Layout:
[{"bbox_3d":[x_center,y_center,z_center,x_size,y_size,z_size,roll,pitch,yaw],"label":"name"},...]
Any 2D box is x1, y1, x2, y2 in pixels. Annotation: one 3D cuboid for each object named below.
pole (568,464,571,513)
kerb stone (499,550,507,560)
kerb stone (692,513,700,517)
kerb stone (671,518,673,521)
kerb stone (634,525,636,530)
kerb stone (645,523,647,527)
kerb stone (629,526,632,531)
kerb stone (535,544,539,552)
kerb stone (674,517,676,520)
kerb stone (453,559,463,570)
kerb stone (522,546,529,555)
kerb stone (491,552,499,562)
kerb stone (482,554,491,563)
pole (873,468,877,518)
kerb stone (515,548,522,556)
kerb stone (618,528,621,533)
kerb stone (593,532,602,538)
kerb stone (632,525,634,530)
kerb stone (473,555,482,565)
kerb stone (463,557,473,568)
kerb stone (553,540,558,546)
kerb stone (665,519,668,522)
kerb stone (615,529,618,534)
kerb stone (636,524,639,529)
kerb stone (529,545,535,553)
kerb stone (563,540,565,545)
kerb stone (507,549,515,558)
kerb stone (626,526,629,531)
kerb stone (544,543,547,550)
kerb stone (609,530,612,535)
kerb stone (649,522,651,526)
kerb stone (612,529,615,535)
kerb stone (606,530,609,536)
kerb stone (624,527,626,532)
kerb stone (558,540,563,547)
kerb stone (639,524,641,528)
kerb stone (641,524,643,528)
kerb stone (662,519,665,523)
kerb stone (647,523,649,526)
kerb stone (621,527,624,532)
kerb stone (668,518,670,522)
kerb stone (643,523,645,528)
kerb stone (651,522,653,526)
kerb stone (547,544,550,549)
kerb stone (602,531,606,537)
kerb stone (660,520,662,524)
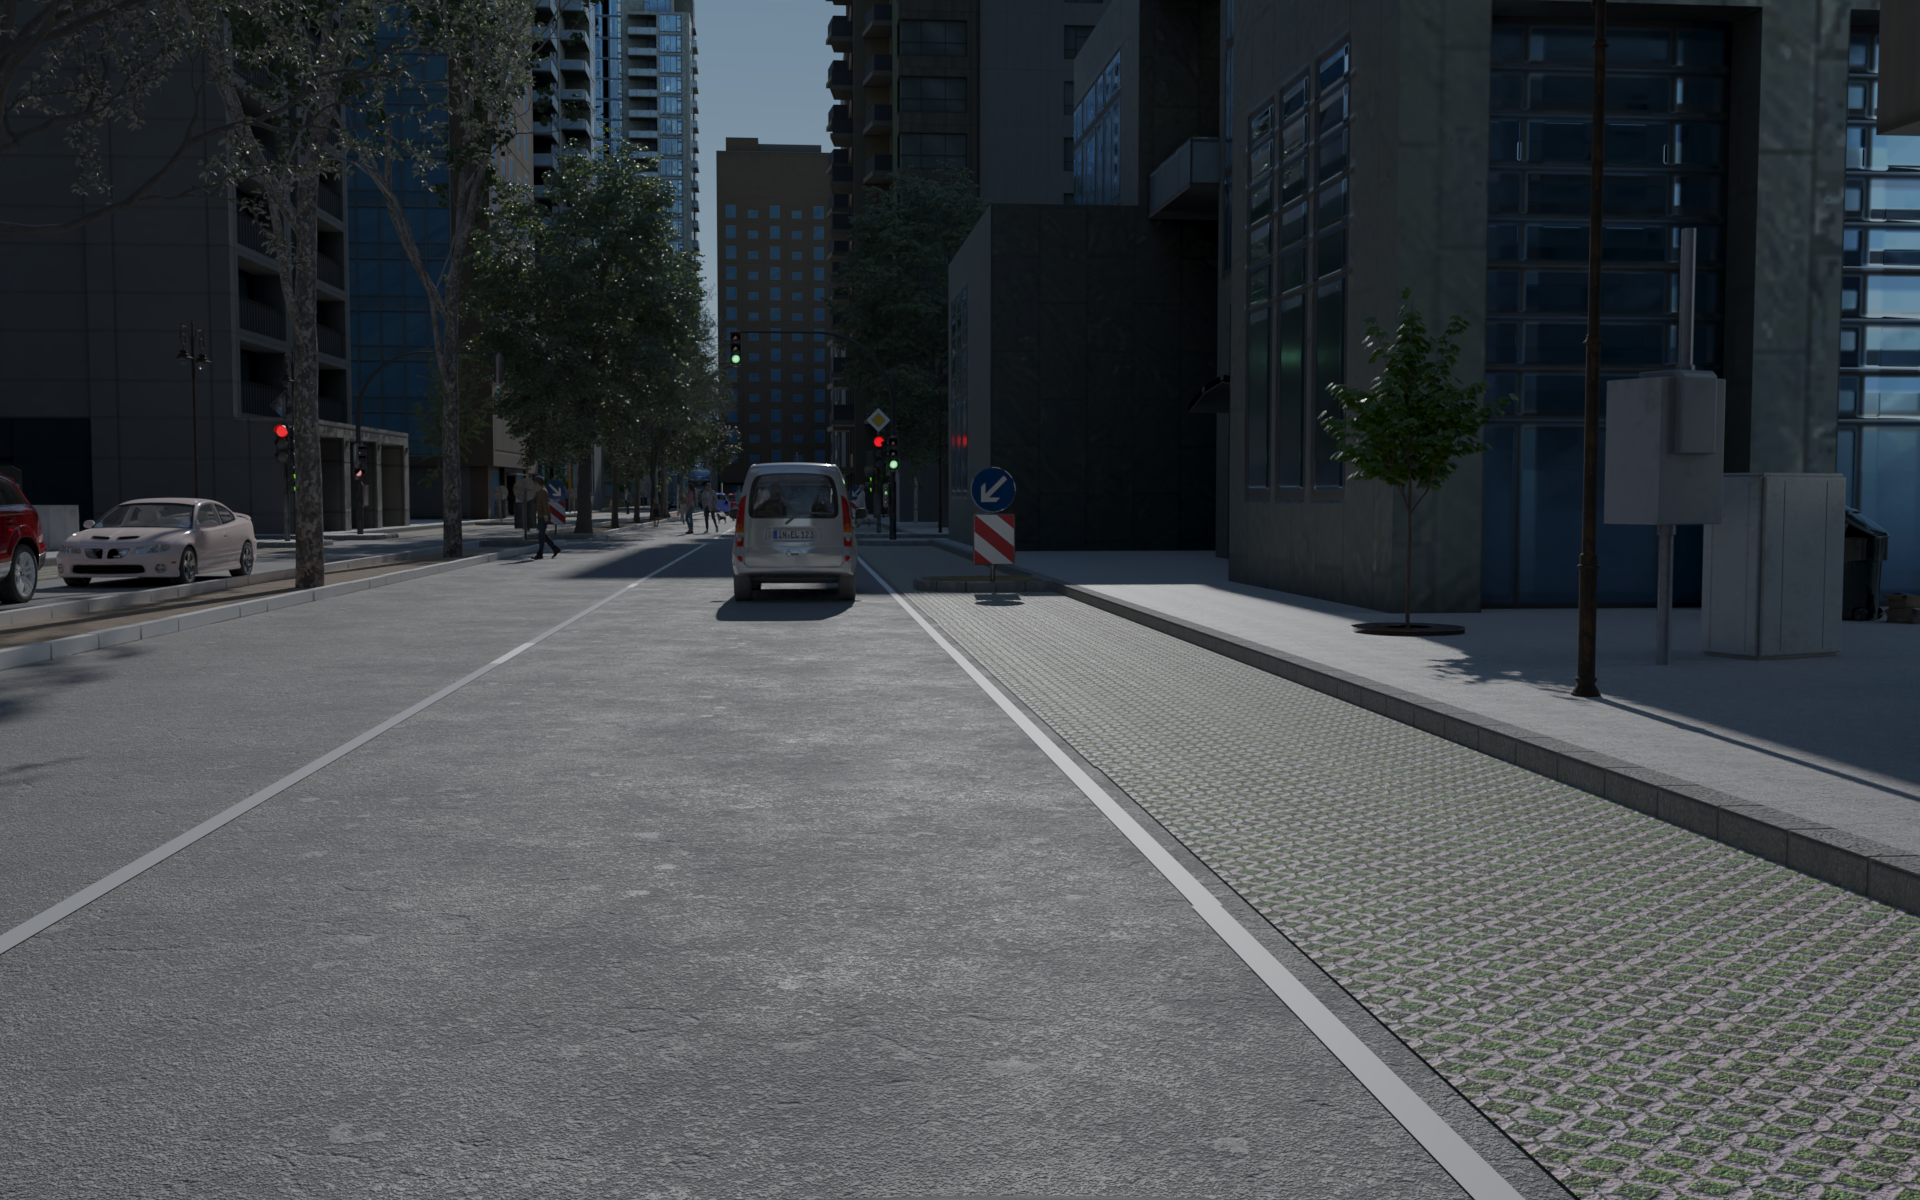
[{"bbox_3d":[-26.797,-7.646,118.853,0.158,3.312,0.155,0,3,0],"label":"pole"},{"bbox_3d":[-10.131,-0.963,37.979,0.120,0.150,1.000,0,4,-5],"label":"kerb stone"},{"bbox_3d":[-17.536,-5.674,115.102,0.120,0.150,1.000,0,4,-5],"label":"kerb stone"},{"bbox_3d":[-15.081,-4.120,89.559,0.120,0.150,1.000,0,4,-5],"label":"kerb stone"},{"bbox_3d":[-13.125,-2.870,69.118,0.120,0.150,1.000,0,4,-5],"label":"kerb stone"},{"bbox_3d":[-13.614,-3.183,74.238,0.120,0.150,1.000,0,4,-5],"label":"kerb stone"},{"bbox_3d":[-12.926,-2.745,67.072,0.120,0.150,1.000,0,4,-5],"label":"kerb stone"},{"bbox_3d":[-10.618,-1.277,43.077,0.120,0.150,1.000,0,4,-5],"label":"kerb stone"},{"bbox_3d":[-15.275,-4.241,91.616,0.120,0.150,1.000,0,4,-5],"label":"kerb stone"},{"bbox_3d":[-9.635,-0.648,32.874,0.120,0.150,1.000,0,4,-5],"label":"kerb stone"},{"bbox_3d":[-10.415,-1.152,41.037,0.120,0.150,1.000,0,4,-5],"label":"kerb stone"},{"bbox_3d":[-10.027,-0.900,36.950,0.120,0.150,1.000,0,4,-5],"label":"kerb stone"},{"bbox_3d":[-9.936,-0.840,35.924,0.120,0.150,1.000,0,4,-5],"label":"kerb stone"},{"bbox_3d":[-4.498,-6.002,91.977,0.158,3.312,0.155,0,3,0],"label":"pole"},{"bbox_3d":[-10.325,-1.090,40.019,0.120,0.150,1.000,0,4,-5],"label":"kerb stone"},{"bbox_3d":[-12.529,-2.492,62.972,0.120,0.150,1.000,0,4,-5],"label":"kerb stone"},{"bbox_3d":[-11.946,-2.120,56.862,0.120,0.150,1.000,0,4,-5],"label":"kerb stone"},{"bbox_3d":[-13.030,-2.799,68.093,0.120,0.150,1.000,0,4,-5],"label":"kerb stone"},{"bbox_3d":[-9.839,-0.775,34.907,0.120,0.150,1.000,0,4,-5],"label":"kerb stone"},{"bbox_3d":[-9.738,-0.715,33.890,0.120,0.150,1.000,0,4,-5],"label":"kerb stone"},{"bbox_3d":[-10.916,-1.465,46.144,0.120,0.150,1.000,0,4,-5],"label":"kerb stone"},{"bbox_3d":[-14.790,-3.930,86.498,0.120,0.150,1.000,0,4,-5],"label":"kerb stone"},{"bbox_3d":[-12.437,-2.432,61.954,0.120,0.150,1.000,0,4,-5],"label":"kerb stone"},{"bbox_3d":[-13.219,-2.932,70.136,0.120,0.150,1.000,0,4,-5],"label":"kerb stone"},{"bbox_3d":[-10.521,-1.211,42.054,0.120,0.150,1.000,0,4,-5],"label":"kerb stone"},{"bbox_3d":[-11.109,-1.590,48.184,0.120,0.150,1.000,0,4,-5],"label":"kerb stone"},{"bbox_3d":[-10.220,-1.028,38.997,0.120,0.150,1.000,0,4,-5],"label":"kerb stone"},{"bbox_3d":[-12.828,-2.679,66.048,0.120,0.150,1.000,0,4,-5],"label":"kerb stone"},{"bbox_3d":[-10.721,-1.340,44.100,0.120,0.150,1.000,0,4,-5],"label":"kerb stone"},{"bbox_3d":[-12.240,-2.305,59.916,0.120,0.150,1.000,0,4,-5],"label":"kerb stone"},{"bbox_3d":[-13.816,-3.308,76.278,0.120,0.150,1.000,0,4,-5],"label":"kerb stone"},{"bbox_3d":[-12.328,-2.370,60.937,0.120,0.150,1.000,0,4,-5],"label":"kerb stone"},{"bbox_3d":[-12.140,-2.245,58.899,0.120,0.150,1.000,0,4,-5],"label":"kerb stone"},{"bbox_3d":[-12.730,-2.616,65.023,0.120,0.150,1.000,0,4,-5],"label":"kerb stone"},{"bbox_3d":[-11.016,-1.527,47.162,0.120,0.150,1.000,0,4,-5],"label":"kerb stone"},{"bbox_3d":[-13.321,-2.995,71.156,0.120,0.150,1.000,0,4,-5],"label":"kerb stone"},{"bbox_3d":[-13.420,-3.049,72.187,0.120,0.150,1.000,0,4,-5],"label":"kerb stone"},{"bbox_3d":[-14.602,-3.808,84.451,0.120,0.150,1.000,0,4,-5],"label":"kerb stone"},{"bbox_3d":[-13.710,-3.245,75.256,0.120,0.150,1.000,0,4,-5],"label":"kerb stone"},{"bbox_3d":[-12.636,-2.557,63.997,0.120,0.150,1.000,0,4,-5],"label":"kerb stone"},{"bbox_3d":[-14.888,-3.995,87.521,0.120,0.150,1.000,0,4,-5],"label":"kerb stone"},{"bbox_3d":[-13.519,-3.120,73.214,0.120,0.150,1.000,0,4,-5],"label":"kerb stone"},{"bbox_3d":[-13.903,-3.371,77.306,0.120,0.150,1.000,0,4,-5],"label":"kerb stone"},{"bbox_3d":[-10.813,-1.401,45.124,0.120,0.150,1.000,0,4,-5],"label":"kerb stone"},{"bbox_3d":[-12.046,-2.180,57.881,0.120,0.150,1.000,0,4,-5],"label":"kerb stone"},{"bbox_3d":[-14.400,-3.683,82.407,0.120,0.150,1.000,0,4,-5],"label":"kerb stone"}]
